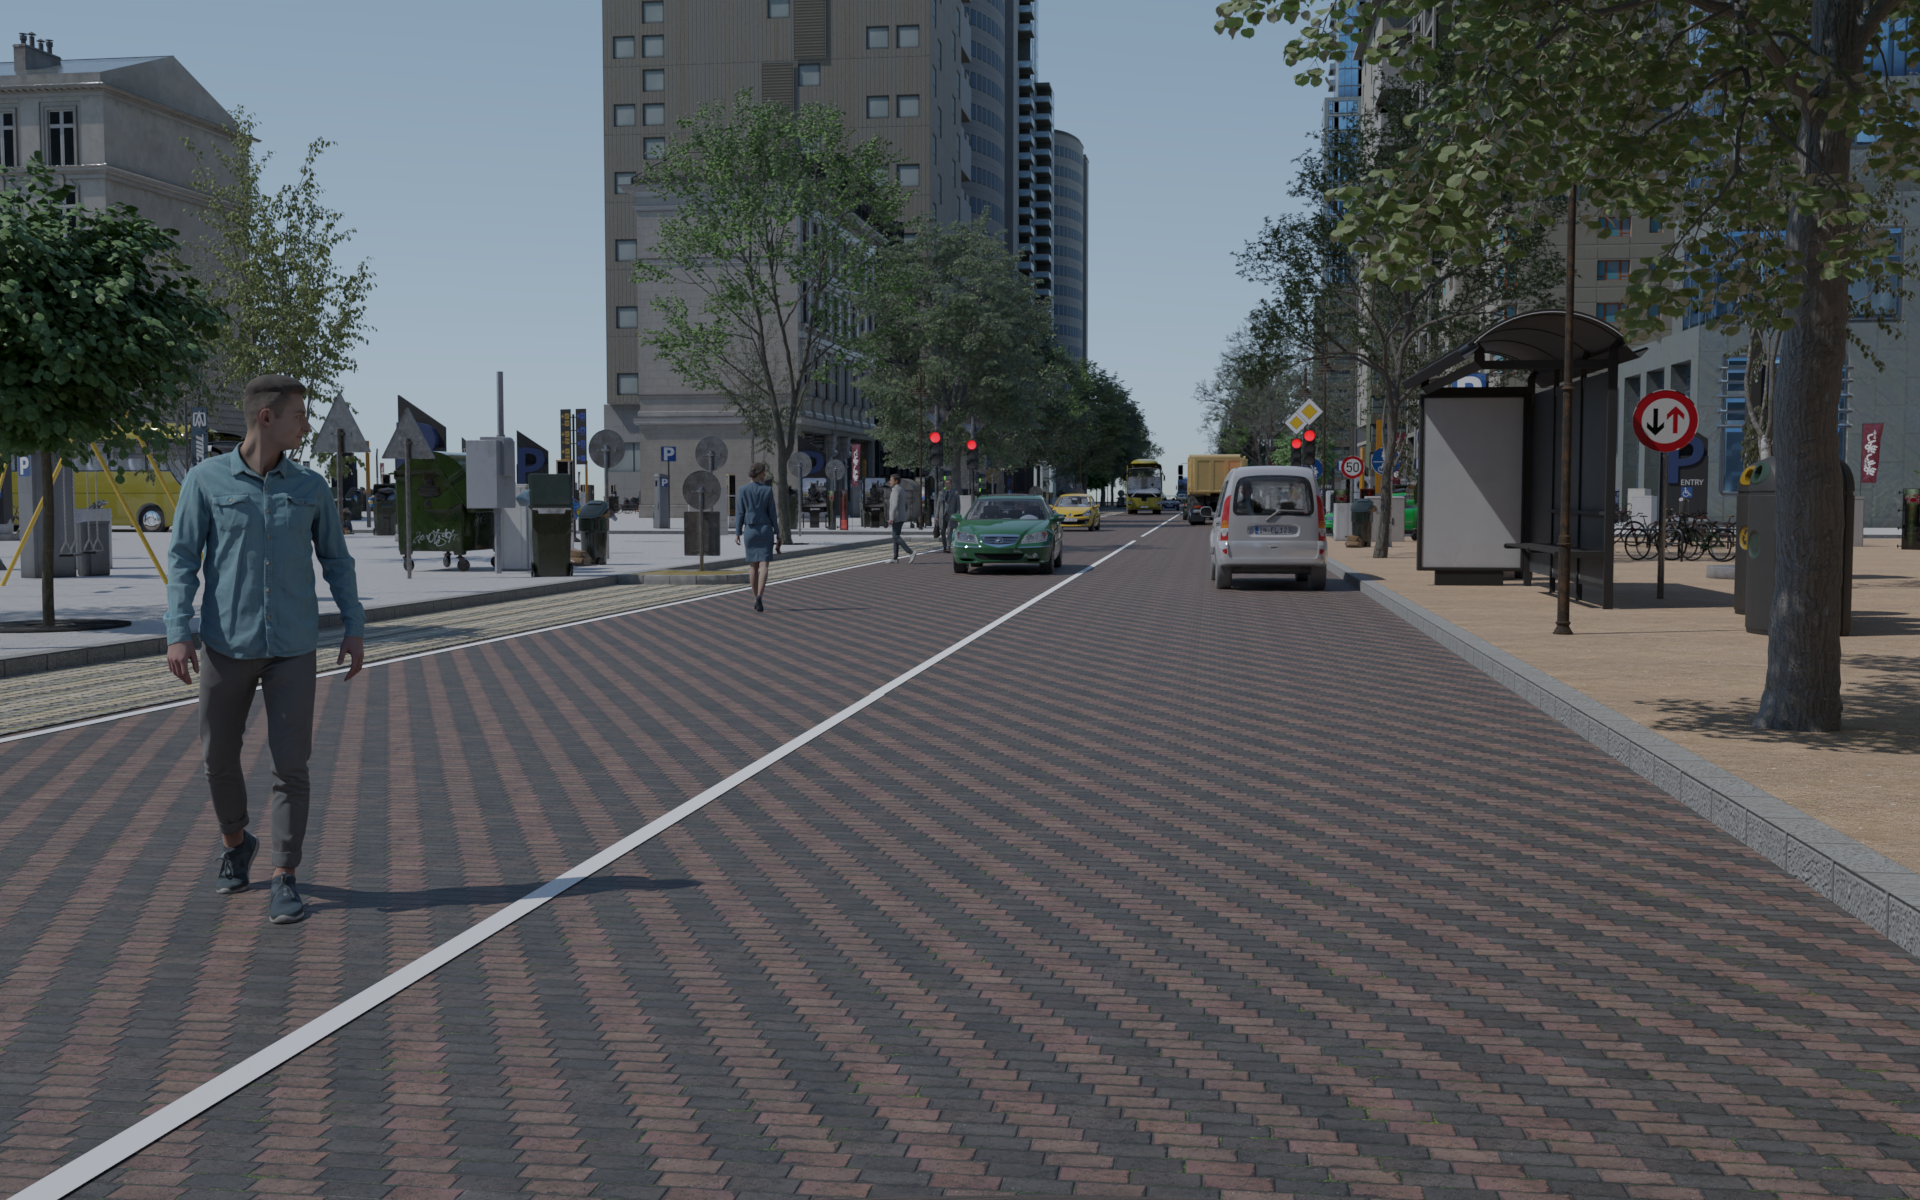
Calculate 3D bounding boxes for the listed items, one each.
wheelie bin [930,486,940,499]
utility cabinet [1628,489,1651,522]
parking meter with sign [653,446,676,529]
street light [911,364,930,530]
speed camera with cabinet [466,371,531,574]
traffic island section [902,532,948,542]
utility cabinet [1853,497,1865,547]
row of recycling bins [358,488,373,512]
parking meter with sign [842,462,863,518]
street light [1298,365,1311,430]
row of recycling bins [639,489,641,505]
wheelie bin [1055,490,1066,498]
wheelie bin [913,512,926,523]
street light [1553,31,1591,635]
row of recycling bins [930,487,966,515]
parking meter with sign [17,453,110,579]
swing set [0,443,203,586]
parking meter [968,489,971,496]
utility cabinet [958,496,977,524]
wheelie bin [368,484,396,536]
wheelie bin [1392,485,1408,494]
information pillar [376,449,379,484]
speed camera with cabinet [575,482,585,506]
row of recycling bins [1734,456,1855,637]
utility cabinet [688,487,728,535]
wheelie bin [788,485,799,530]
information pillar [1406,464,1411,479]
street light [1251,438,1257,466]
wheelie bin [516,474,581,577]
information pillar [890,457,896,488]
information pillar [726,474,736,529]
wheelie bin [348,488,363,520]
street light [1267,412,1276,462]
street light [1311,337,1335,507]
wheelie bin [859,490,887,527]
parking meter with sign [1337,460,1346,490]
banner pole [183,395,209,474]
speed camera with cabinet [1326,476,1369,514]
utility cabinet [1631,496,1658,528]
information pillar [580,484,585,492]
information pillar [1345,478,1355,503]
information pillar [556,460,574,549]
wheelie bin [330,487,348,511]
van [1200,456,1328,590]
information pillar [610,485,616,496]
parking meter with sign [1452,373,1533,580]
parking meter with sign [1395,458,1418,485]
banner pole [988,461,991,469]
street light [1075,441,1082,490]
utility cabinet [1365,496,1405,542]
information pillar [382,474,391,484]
[{"bbox_3d":[-0.745,-3.863,71.060,0.980,1.594,0.693,0,4,-7],"label":"wheelie bin"},{"bbox_3d":[27.449,-3.749,69.970,0.318,1.500,1.173,-1,4,-11],"label":"utility cabinet"},{"bbox_3d":[-11.019,-4.156,64.211,0.543,3.016,1.738,-2,4,-25],"label":"parking meter with sign"},{"bbox_3d":[-1.397,-5.446,61.830,0.468,5.910,1.993,1,4,8],"label":"street light"},{"bbox_3d":[-7.467,-2.103,28.714,0.660,3.252,2.038,1,4,11],"label":"speed camera with cabinet"},{"bbox_3d":[-0.728,-1.850,52.523,2.009,0.180,2.903,1,4,8],"label":"traffic island section"},{"bbox_3d":[21.418,-1.896,42.169,1.020,1.237,0.306,0,4,5],"label":"utility cabinet"},{"bbox_3d":[-44.266,-7.273,126.024,1.069,1.692,3.534,3,5,43],"label":"row of recycling bins"},{"bbox_3d":[-5.556,-5.969,93.849,1.738,3.016,0.543,-2,4,-23],"label":"parking meter with sign"},{"bbox_3d":[12.374,-5.469,62.204,0.468,5.910,1.993,1,4,8],"label":"street light"},{"bbox_3d":[-18.325,-5.824,102.329,1.069,1.692,3.534,-1,4,-20],"label":"row of recycling bins"},{"bbox_3d":[6.970,-6.833,119.626,0.693,1.594,0.980,-1,4,-17],"label":"wheelie bin"},{"bbox_3d":[-1.771,-4.193,76.457,0.693,1.594,0.980,2,4,32],"label":"wheelie bin"},{"bbox_3d":[5.517,-2.623,15.668,0.468,5.910,1.993,1,4,8],"label":"street light"},{"bbox_3d":[-0.862,-6.171,108.004,1.069,1.692,3.534,3,4,36],"label":"row of recycling bins"},{"bbox_3d":[-13.981,-1.852,26.538,0.543,3.016,1.738,2,4,31],"label":"parking meter with sign"},{"bbox_3d":[-11.670,-1.547,22.917,2.862,2.851,3.119,-1,4,-13],"label":"swing set"},{"bbox_3d":[0.633,-6.246,107.828,0.255,1.863,0.399,0,4,3],"label":"parking meter"},{"bbox_3d":[0.220,-3.815,73.533,1.020,1.237,0.306,2,4,32],"label":"utility cabinet"},{"bbox_3d":[-17.736,-2.789,53.503,0.980,1.594,0.693,-2,4,-30],"label":"wheelie bin"},{"bbox_3d":[14.932,-3.091,58.451,0.980,1.594,0.693,1,4,20],"label":"wheelie bin"},{"bbox_3d":[-29.887,-5.965,88.876,0.183,3.616,0.504,-1,4,-14],"label":"information pillar"},{"bbox_3d":[-28.306,-8.169,127.901,0.660,3.252,2.038,-3,5,-40],"label":"speed camera with cabinet"},{"bbox_3d":[8.239,-0.610,17.094,1.069,1.692,3.534,1,4,22],"label":"row of recycling bins"},{"bbox_3d":[-7.729,-2.719,53.138,1.173,1.500,0.318,-1,4,-14],"label":"utility cabinet"},{"bbox_3d":[-6.145,-3.354,62.752,0.693,1.594,0.980,0,4,1],"label":"wheelie bin"},{"bbox_3d":[32.258,-8.151,124.616,0.183,3.616,0.504,3,5,42],"label":"information pillar"},{"bbox_3d":[23.427,-10.132,138.441,0.468,5.910,1.993,1,4,8],"label":"street light"},{"bbox_3d":[-6.421,-1.168,27.008,0.980,1.594,0.693,-1,4,-18],"label":"wheelie bin"},{"bbox_3d":[-4.021,-6.890,104.005,0.183,3.616,0.504,3,4,38],"label":"information pillar"},{"bbox_3d":[-8.492,-3.658,64.306,0.304,2.012,0.304,-2,4,-25],"label":"information pillar"},{"bbox_3d":[-29.734,-4.716,85.017,0.980,1.594,0.693,3,5,42],"label":"wheelie bin"},{"bbox_3d":[17.472,-7.615,97.285,0.468,5.910,1.993,1,4,8],"label":"street light"},{"bbox_3d":[10.599,-4.746,50.387,0.468,5.910,1.993,1,4,8],"label":"street light"},{"bbox_3d":[-3.361,-3.733,68.937,0.980,1.594,0.693,-3,5,-40],"label":"wheelie bin"},{"bbox_3d":[19.829,-5.662,88.839,0.543,3.016,1.738,0,4,-4],"label":"parking meter with sign"},{"bbox_3d":[-19.391,-3.296,43.914,0.863,3.779,0.401,1,4,13],"label":"banner pole"},{"bbox_3d":[19.418,-5.654,86.778,2.038,3.252,0.660,0,4,4],"label":"speed camera with cabinet"},{"bbox_3d":[26.056,-3.350,65.931,0.306,1.237,1.020,-1,4,-23],"label":"utility cabinet"},{"bbox_3d":[-28.554,-7.750,131.196,0.304,2.012,0.304,2,4,25],"label":"information pillar"},{"bbox_3d":[18.203,-4.671,80.869,0.304,2.012,0.304,-3,5,-41],"label":"information pillar"},{"bbox_3d":[-8.516,-2.009,37.342,0.304,2.012,0.304,0,4,1],"label":"information pillar"},{"bbox_3d":[-28.719,-4.365,79.269,0.980,1.594,0.693,-1,4,-11],"label":"wheelie bin"},{"bbox_3d":[4.828,-1.246,27.381,2.013,2.044,4.112,0,4,7],"label":"van"},{"bbox_3d":[-26.906,-7.943,134.354,0.304,2.012,0.304,1,4,16],"label":"information pillar"},{"bbox_3d":[7.984,-1.807,25.808,0.543,3.016,1.738,3,5,44],"label":"parking meter with sign"},{"bbox_3d":[21.726,-5.430,85.049,0.543,3.016,1.738,-3,5,-44],"label":"parking meter with sign"},{"bbox_3d":[2.214,-8.504,129.058,0.401,3.779,0.863,1,4,21],"label":"banner pole"},{"bbox_3d":[9.515,-10.024,136.682,0.468,5.910,1.993,1,4,8],"label":"street light"},{"bbox_3d":[11.368,-2.154,46.379,1.020,1.237,0.306,0,4,3],"label":"utility cabinet"},{"bbox_3d":[-21.019,-3.609,63.500,0.304,2.012,0.304,-1,4,-19],"label":"information pillar"}]
